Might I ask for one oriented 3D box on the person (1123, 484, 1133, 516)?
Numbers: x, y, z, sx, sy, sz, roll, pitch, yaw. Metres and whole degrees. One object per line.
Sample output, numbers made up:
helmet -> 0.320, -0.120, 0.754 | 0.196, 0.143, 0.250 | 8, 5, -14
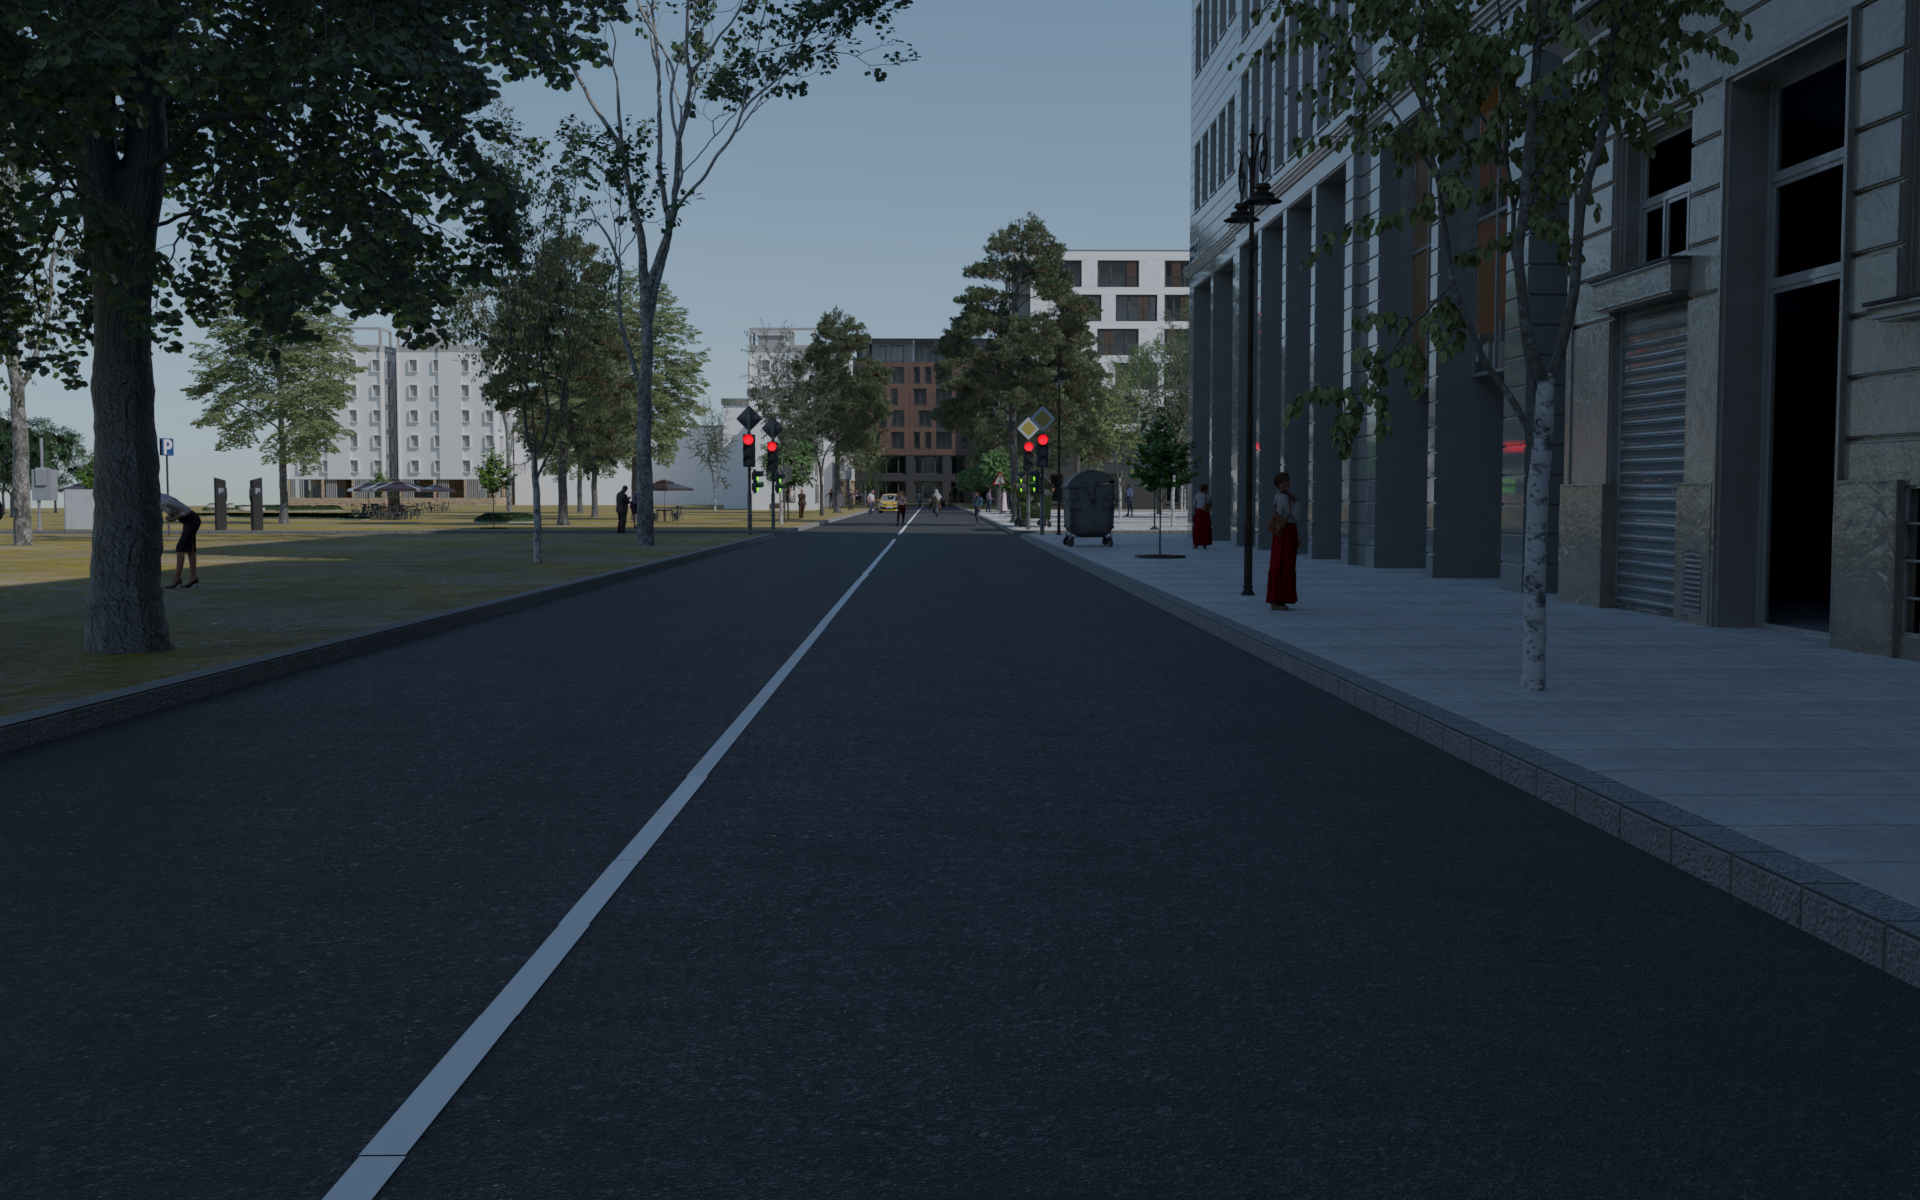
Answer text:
person -> 9.713, -5.783, 100.471 | 0.599, 1.838, 0.709 | 3, 4, 36

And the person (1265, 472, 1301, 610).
person -> 3.583, -0.652, 19.165 | 0.387, 1.526, 0.523 | 1, 4, 10

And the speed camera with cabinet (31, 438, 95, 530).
speed camera with cabinet -> -31.630, -4.091, 61.222 | 2.038, 3.252, 0.660 | 0, 4, -6

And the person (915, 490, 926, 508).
person -> -4.040, -10.182, 175.051 | 1.350, 1.814, 0.705 | 2, 4, 33

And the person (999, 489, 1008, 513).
person -> 2.981, -6.920, 119.855 | 0.621, 1.740, 0.551 | 0, 4, -4

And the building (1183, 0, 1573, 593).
building -> 12.415, -15.828, 36.287 | 11.434, 29.767, 29.804 | 0, 4, -1

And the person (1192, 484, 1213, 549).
person -> 5.666, -1.960, 40.560 | 0.523, 1.526, 0.387 | 2, 4, 30

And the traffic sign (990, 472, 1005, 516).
traffic sign -> 2.344, -6.190, 101.202 | 0.884, 2.594, 0.081 | 0, 4, 5

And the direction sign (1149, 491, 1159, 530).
direction sign -> 6.984, -4.285, 62.064 | 0.379, 3.537, 0.876 | -1, 4, -10

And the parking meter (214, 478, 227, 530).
parking meter -> -26.196, -3.405, 61.383 | 0.399, 1.863, 0.255 | -3, 4, -36

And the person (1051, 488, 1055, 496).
person -> 4.404, -4.767, 84.784 | 0.742, 1.727, 0.445 | 3, 4, 39

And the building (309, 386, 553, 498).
building -> -69.093, -22.334, 231.626 | 31.486, 18.905, 16.747 | 0, 4, -1

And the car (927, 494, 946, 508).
car -> -2.484, -10.706, 184.823 | 2.009, 1.686, 4.222 | 0, 4, -2

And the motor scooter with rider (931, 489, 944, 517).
motor scooter with rider -> -1.418, -6.127, 109.148 | 0.876, 1.779, 1.986 | 0, 4, 1

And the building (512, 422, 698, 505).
building -> -38.179, -16.183, 206.739 | 28.070, 9.664, 9.099 | 0, 4, -1

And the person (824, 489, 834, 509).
person -> -10.828, -8.448, 144.996 | 1.217, 1.723, 0.721 | -2, 4, -31

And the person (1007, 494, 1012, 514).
person -> 3.241, -6.404, 111.445 | 0.504, 1.737, 0.576 | 1, 4, 20

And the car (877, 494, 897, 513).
car -> -5.231, -7.346, 130.330 | 2.015, 1.641, 3.980 | 0, 4, 0

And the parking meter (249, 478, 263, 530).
parking meter -> -24.882, -3.395, 61.227 | 0.399, 1.863, 0.255 | -3, 5, -44

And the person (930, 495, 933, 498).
person -> -2.532, -10.412, 178.753 | 1.348, 1.821, 0.705 | 0, 4, -8

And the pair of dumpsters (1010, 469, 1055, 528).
pair of dumpsters -> 2.864, -4.030, 68.388 | 1.574, 2.255, 4.436 | 0, 4, -1

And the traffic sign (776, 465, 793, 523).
traffic sign -> -7.761, -4.678, 76.586 | 0.768, 2.556, 0.104 | 0, 4, 3

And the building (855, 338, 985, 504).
building -> 2.390, -24.090, 237.840 | 32.646, 21.610, 27.936 | 0, 4, -1

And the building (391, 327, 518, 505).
building -> -57.843, -21.163, 202.429 | 11.380, 20.091, 16.016 | 0, 4, -1

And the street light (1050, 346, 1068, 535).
street light -> 3.099, -4.976, 54.144 | 0.468, 5.910, 1.993 | 0, 4, -1

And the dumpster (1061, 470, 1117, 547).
dumpster -> 3.184, -2.260, 42.712 | 1.264, 1.857, 1.865 | 0, 4, -1

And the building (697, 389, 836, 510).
building -> -16.353, -12.829, 151.905 | 9.099, 9.664, 28.070 | 0, 4, -1

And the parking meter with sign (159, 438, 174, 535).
parking meter with sign -> -25.527, -3.546, 54.246 | 1.738, 3.016, 0.543 | 1, 4, 14

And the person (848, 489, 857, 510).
person -> -8.708, -8.156, 140.191 | 0.742, 1.727, 0.445 | -2, 4, -28

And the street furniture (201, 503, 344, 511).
street furniture -> -52.008, -7.054, 130.958 | 10.072, 0.657, 5.734 | -1, 4, -17

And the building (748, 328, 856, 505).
building -> -18.397, -21.196, 202.974 | 11.380, 20.091, 16.016 | 0, 4, -1

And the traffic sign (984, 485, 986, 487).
traffic sign -> 2.255, -7.877, 128.785 | 0.884, 2.594, 0.081 | 0, 4, 0

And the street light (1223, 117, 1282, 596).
street light -> 3.651, -2.997, 21.784 | 0.468, 5.910, 1.993 | 0, 4, -1

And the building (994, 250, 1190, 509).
building -> 17.999, -19.416, 161.421 | 27.936, 21.610, 32.646 | 0, 4, -1

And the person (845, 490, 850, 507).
person -> -11.029, -10.124, 172.249 | 1.217, 1.739, 0.721 | 3, 5, 44

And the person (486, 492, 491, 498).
person -> -58.468, -12.634, 215.778 | 1.217, 1.736, 0.721 | 0, 4, -2

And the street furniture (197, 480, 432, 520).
street furniture -> -36.466, -5.567, 96.041 | 14.083, 1.986, 27.439 | -1, 4, -19

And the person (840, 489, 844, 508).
person -> -11.126, -9.503, 162.082 | 0.621, 1.740, 0.551 | 1, 4, 13

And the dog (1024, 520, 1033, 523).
dog -> 2.835, -3.644, 77.310 | 0.748, 0.427, 0.550 | 3, 5, 44

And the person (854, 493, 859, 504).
person -> -12.887, -12.572, 214.835 | 0.697, 1.427, 0.421 | 3, 5, 43

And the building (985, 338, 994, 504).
building -> 17.645, -21.465, 194.921 | 27.936, 21.610, 32.646 | 0, 4, -1

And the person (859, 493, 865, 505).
person -> -11.552, -11.885, 203.546 | 0.628, 1.438, 0.799 | 2, 4, 25

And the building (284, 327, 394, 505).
building -> -70.376, -21.145, 202.138 | 11.380, 20.091, 16.016 | 0, 4, -1

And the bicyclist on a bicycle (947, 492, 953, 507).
bicyclist on a bicycle -> -1.026, -10.143, 175.864 | 1.499, 1.676, 1.625 | 0, 4, -1

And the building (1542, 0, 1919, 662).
building -> 14.654, -10.563, 5.984 | 16.112, 22.955, 30.059 | 0, 4, -1

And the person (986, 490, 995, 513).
person -> 2.045, -6.865, 120.241 | 0.435, 1.587, 0.963 | -2, 4, -29
